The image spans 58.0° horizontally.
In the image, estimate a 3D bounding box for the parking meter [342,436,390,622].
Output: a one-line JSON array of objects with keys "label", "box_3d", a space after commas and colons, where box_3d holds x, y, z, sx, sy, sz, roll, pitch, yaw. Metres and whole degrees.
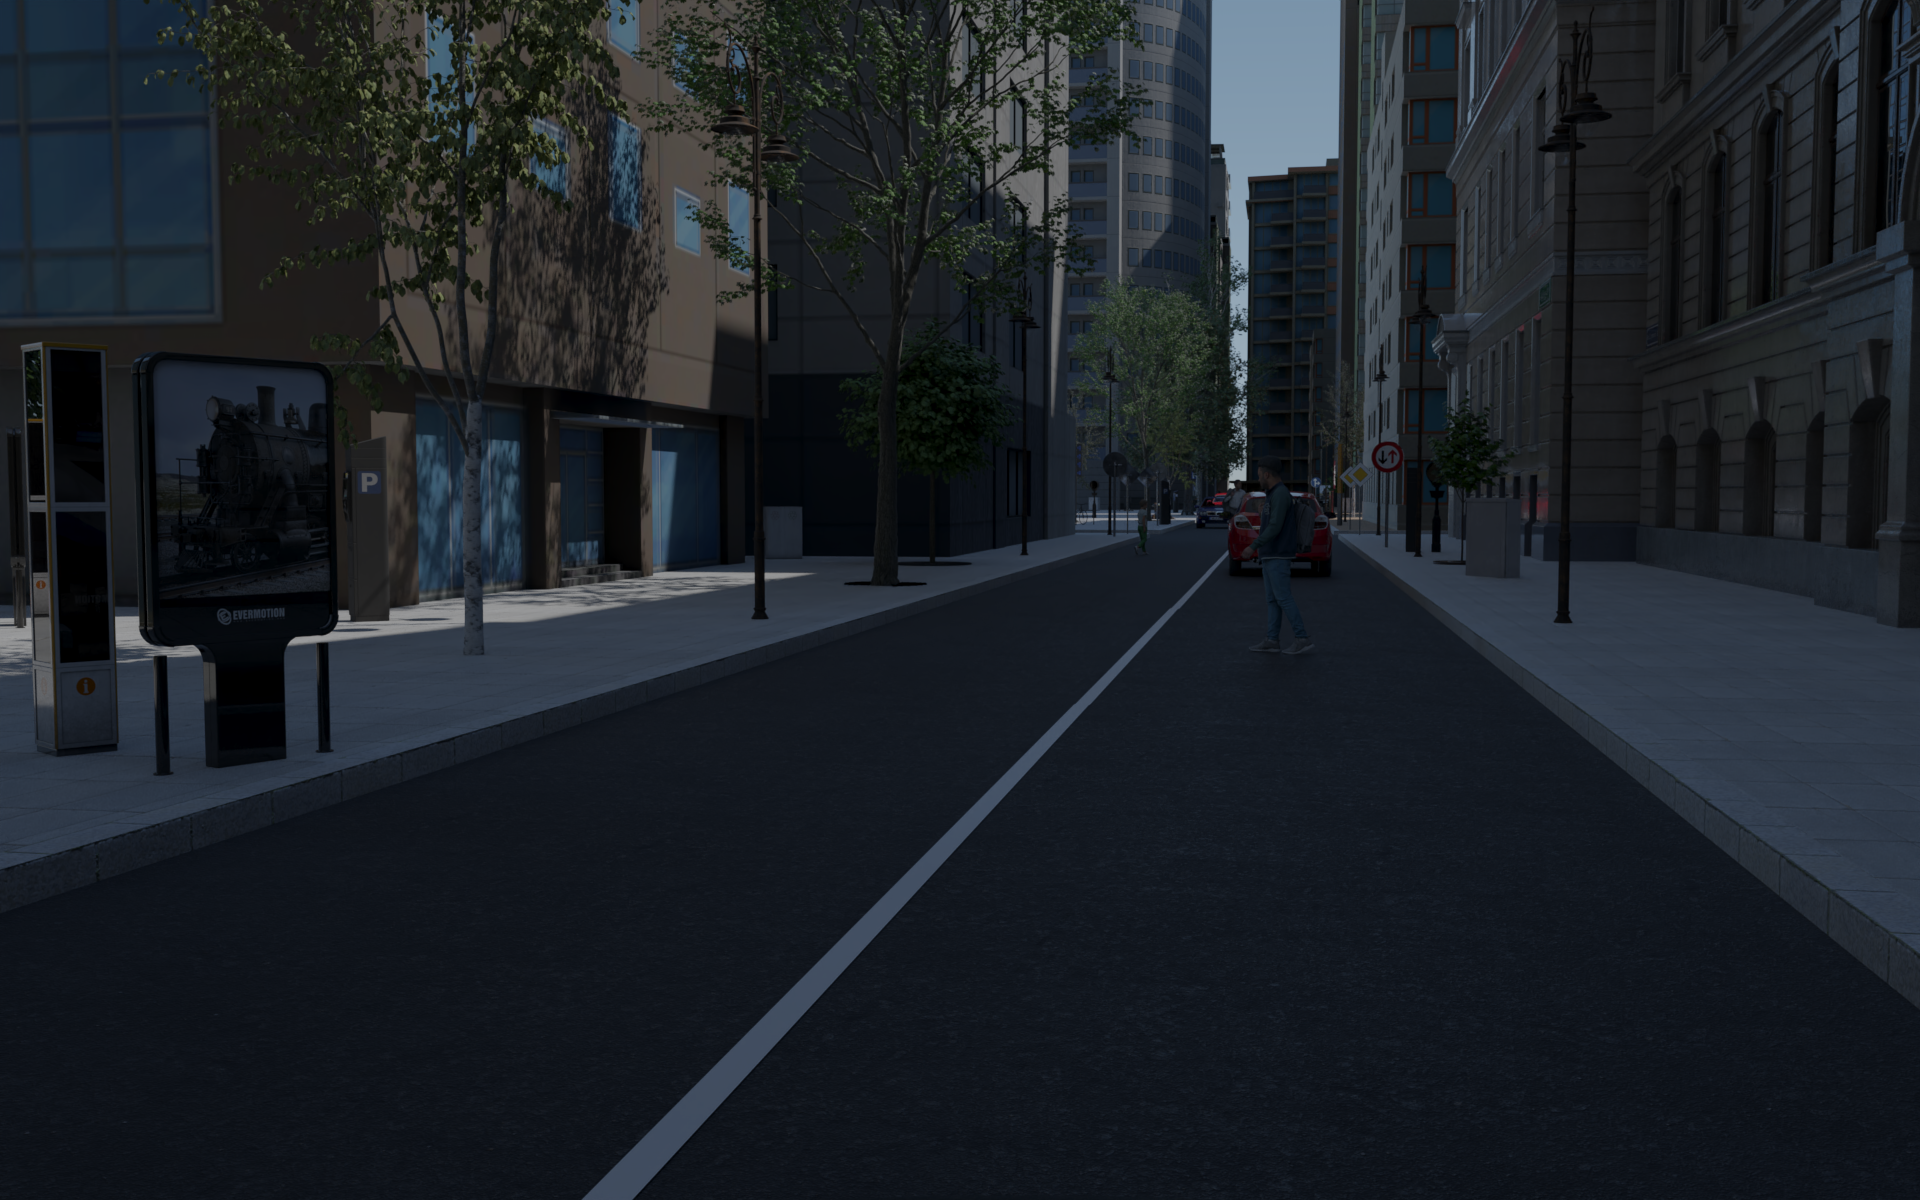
[{"label": "parking meter", "box_3d": [-5.988, -0.718, 17.454, 0.399, 1.863, 0.255, -2, 4, -31]}]

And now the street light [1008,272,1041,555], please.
[{"label": "street light", "box_3d": [1.351, -3.875, 36.143, 0.468, 5.910, 1.993, 1, 4, 11]}]

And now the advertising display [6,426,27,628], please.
[{"label": "advertising display", "box_3d": [-9.196, -0.714, 16.893, 0.123, 1.923, 0.974, -2, 4, -28]}]

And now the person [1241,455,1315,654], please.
[{"label": "person", "box_3d": [2.866, -0.418, 15.679, 0.721, 1.781, 0.623, 0, 4, -1]}]

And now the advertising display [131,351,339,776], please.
[{"label": "advertising display", "box_3d": [-3.406, -0.183, 8.212, 0.123, 1.923, 0.974, 2, 4, 34]}]

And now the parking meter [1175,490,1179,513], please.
[{"label": "parking meter", "box_3d": [14.814, -6.759, 118.916, 0.372, 1.533, 0.369, 0, 3, 0]}]

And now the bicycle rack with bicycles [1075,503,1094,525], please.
[{"label": "bicycle rack with bicycles", "box_3d": [4.237, -3.610, 72.413, 2.852, 0.926, 2.925, 2, 4, 30]}]

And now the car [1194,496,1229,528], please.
[{"label": "car", "box_3d": [10.944, -3.721, 73.419, 1.945, 1.354, 3.894, 1, 4, 11]}]

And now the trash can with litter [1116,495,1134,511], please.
[{"label": "trash can with litter", "box_3d": [12.008, -7.180, 128.458, 2.233, 1.210, 1.678, -1, 4, -23]}]

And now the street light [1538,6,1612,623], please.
[{"label": "street light", "box_3d": [6.008, -2.709, 17.077, 0.468, 5.910, 1.993, 1, 4, 11]}]

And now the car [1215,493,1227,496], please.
[{"label": "car", "box_3d": [13.865, -4.930, 89.641, 2.155, 1.783, 4.494, 1, 4, 11]}]

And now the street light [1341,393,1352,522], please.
[{"label": "street light", "box_3d": [17.746, -6.535, 79.639, 0.468, 5.910, 1.993, 1, 4, 11]}]

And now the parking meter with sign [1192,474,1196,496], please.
[{"label": "parking meter with sign", "box_3d": [18.551, -8.551, 136.077, 0.543, 3.016, 1.738, 1, 4, 14]}]

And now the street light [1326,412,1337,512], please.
[{"label": "street light", "box_3d": [21.171, -7.666, 98.132, 0.468, 5.910, 1.993, 1, 4, 11]}]

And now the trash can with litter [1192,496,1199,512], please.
[{"label": "trash can with litter", "box_3d": [16.678, -6.932, 124.729, 1.055, 1.170, 0.624, -3, 5, -44]}]

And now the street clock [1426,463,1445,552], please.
[{"label": "street clock", "box_3d": [10.514, -2.056, 38.188, 0.471, 2.002, 0.358, 1, 4, 22]}]

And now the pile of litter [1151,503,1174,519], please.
[{"label": "pile of litter", "box_3d": [10.157, -4.529, 88.009, 1.176, 0.858, 1.719, -3, 4, -39]}]

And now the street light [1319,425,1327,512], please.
[{"label": "street light", "box_3d": [24.541, -8.762, 116.051, 0.468, 5.910, 1.993, 1, 4, 11]}]

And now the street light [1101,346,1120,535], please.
[{"label": "street light", "box_3d": [4.690, -4.971, 54.068, 0.468, 5.910, 1.993, 1, 4, 11]}]

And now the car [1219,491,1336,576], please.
[{"label": "car", "box_3d": [5.828, -1.389, 31.749, 2.155, 1.783, 4.494, 1, 4, 9]}]

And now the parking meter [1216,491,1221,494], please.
[{"label": "parking meter", "box_3d": [19.915, -7.658, 133.625, 0.372, 1.533, 0.369, 0, 3, 0]}]

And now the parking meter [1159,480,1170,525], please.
[{"label": "parking meter", "box_3d": [8.539, -4.074, 72.314, 0.399, 1.863, 0.255, -1, 4, -17]}]

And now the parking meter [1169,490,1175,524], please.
[{"label": "parking meter", "box_3d": [8.817, -4.005, 73.893, 0.372, 1.533, 0.369, 0, 3, 0]}]

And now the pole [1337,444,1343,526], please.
[{"label": "pole", "box_3d": [15.452, -4.682, 70.393, 0.158, 3.312, 0.155, 0, 3, 0]}]

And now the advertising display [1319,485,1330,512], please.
[{"label": "advertising display", "box_3d": [25.843, -7.172, 122.471, 0.974, 1.923, 0.123, 3, 5, 45]}]

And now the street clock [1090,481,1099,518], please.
[{"label": "street clock", "box_3d": [7.171, -5.374, 92.439, 0.471, 2.002, 0.358, 2, 4, 25]}]

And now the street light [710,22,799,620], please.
[{"label": "street light", "box_3d": [-2.053, -2.741, 17.602, 0.468, 5.910, 1.993, 1, 4, 11]}]

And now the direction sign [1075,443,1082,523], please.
[{"label": "direction sign", "box_3d": [5.200, -5.246, 77.777, 0.379, 3.537, 0.876, -2, 4, -30]}]

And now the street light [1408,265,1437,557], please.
[{"label": "street light", "box_3d": [9.344, -3.814, 35.154, 0.468, 5.910, 1.993, 1, 4, 11]}]

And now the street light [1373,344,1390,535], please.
[{"label": "street light", "box_3d": [12.984, -4.940, 53.564, 0.468, 5.910, 1.993, 1, 4, 11]}]

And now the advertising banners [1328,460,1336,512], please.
[{"label": "advertising banners", "box_3d": [19.175, -5.693, 89.267, 0.090, 3.025, 2.074, 1, 4, 21]}]

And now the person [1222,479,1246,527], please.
[{"label": "person", "box_3d": [7.455, -2.350, 47.030, 0.679, 1.850, 0.850, 0, 4, 2]}]

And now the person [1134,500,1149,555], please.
[{"label": "person", "box_3d": [4.271, -1.711, 40.721, 0.306, 1.304, 0.590, 3, 5, 42]}]

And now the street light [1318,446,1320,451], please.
[{"label": "street light", "box_3d": [28.019, -9.908, 134.775, 0.468, 5.910, 1.993, 1, 4, 11]}]

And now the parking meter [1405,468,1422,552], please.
[{"label": "parking meter", "box_3d": [10.061, -1.999, 38.389, 0.255, 1.863, 0.399, 2, 4, 31]}]

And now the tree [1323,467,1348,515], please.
[{"label": "tree", "box_3d": [23.502, -6.866, 106.861, 1.663, 3.219, 1.824, 0, 3, 0]}]
